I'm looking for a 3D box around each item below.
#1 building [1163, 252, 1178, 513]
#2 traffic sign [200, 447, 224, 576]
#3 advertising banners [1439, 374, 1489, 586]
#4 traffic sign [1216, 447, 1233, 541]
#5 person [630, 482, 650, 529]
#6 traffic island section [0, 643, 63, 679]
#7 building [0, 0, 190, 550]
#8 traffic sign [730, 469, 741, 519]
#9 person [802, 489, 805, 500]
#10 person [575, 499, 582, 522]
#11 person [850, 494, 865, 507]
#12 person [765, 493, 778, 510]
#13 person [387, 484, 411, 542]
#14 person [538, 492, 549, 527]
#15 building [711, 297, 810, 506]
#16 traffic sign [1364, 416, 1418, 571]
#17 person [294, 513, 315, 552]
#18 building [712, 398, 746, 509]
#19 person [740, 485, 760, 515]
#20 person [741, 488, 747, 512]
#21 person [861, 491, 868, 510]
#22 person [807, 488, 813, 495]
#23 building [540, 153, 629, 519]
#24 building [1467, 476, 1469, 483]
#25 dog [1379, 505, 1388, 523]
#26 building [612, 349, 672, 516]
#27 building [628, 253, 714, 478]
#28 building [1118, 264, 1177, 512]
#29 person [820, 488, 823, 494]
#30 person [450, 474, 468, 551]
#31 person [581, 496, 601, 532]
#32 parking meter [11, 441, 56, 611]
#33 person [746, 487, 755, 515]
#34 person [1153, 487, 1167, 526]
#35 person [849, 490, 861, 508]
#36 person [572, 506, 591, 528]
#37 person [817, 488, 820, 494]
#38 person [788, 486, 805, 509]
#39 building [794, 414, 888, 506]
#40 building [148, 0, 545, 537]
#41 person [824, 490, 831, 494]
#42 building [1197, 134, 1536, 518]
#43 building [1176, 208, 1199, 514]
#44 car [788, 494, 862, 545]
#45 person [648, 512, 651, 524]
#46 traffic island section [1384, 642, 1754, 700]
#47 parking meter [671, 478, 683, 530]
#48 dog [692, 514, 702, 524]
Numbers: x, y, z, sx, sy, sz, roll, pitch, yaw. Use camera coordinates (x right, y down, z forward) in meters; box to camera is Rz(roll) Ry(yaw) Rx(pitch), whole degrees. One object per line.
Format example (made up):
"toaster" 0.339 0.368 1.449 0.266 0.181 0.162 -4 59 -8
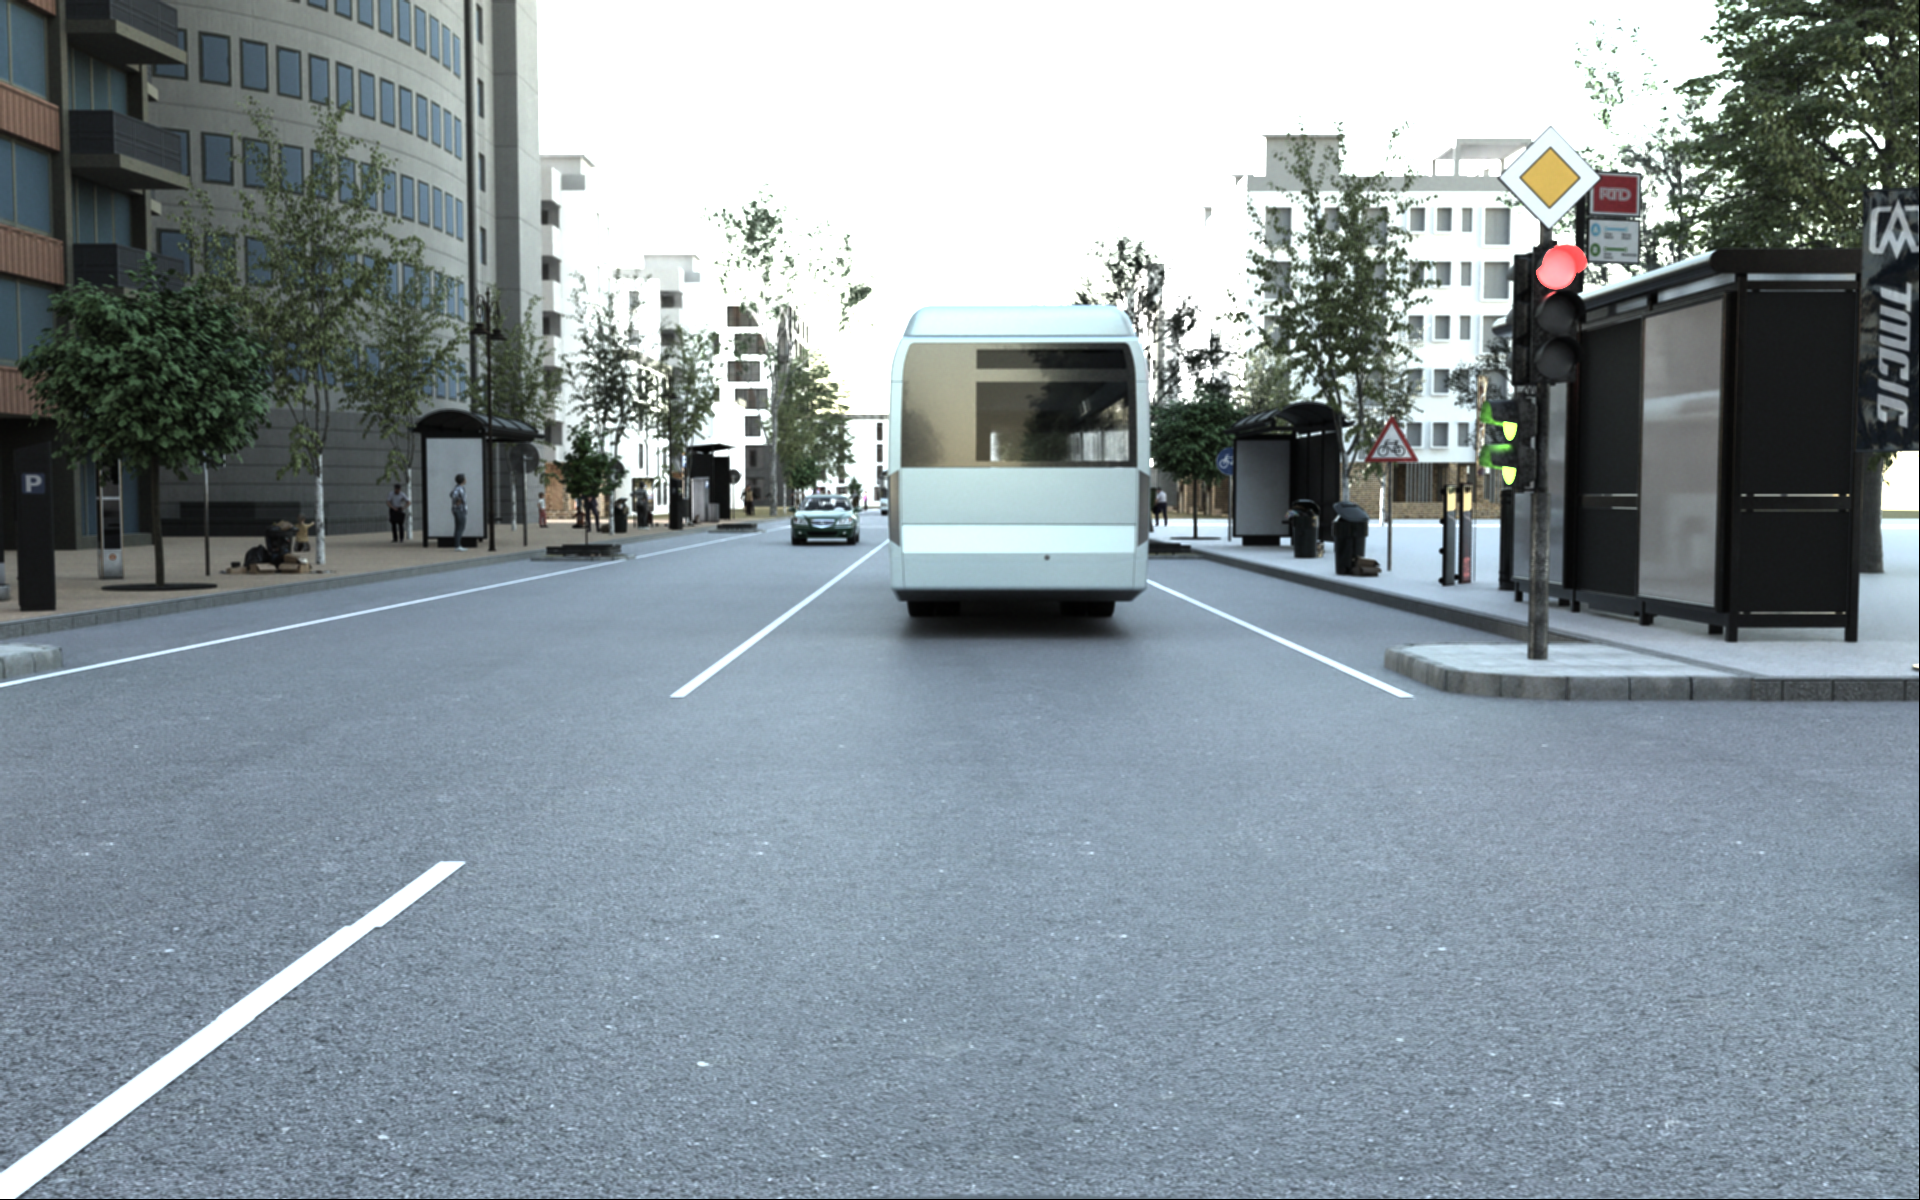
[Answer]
"building" 22.284 -16.095 119.574 16.016 20.091 11.380 0 4 0
"traffic sign" -11.836 -1.533 27.191 0.606 2.300 0.079 0 4 6
"advertising banners" 7.260 -1.754 24.862 0.090 3.025 2.074 2 4 33
"traffic sign" 7.331 -2.868 47.006 0.768 2.556 0.104 1 4 9
"person" -11.608 -3.446 63.103 0.841 1.734 0.376 3 4 37
"traffic island section" -8.424 0.541 13.428 2.009 0.180 2.903 0 4 0
"building" -29.828 -23.213 34.156 22.147 44.769 28.867 0 4 0
"traffic sign" -11.554 -5.395 88.316 0.768 2.556 0.104 0 4 3
"person" -12.431 -8.040 138.288 0.721 1.735 1.217 0 4 4
"person" -17.548 -4.274 79.825 0.435 1.345 0.340 0 4 4
"person" -8.979 -8.730 151.379 1.348 1.807 0.705 1 4 14
"person" -15.507 -8.373 142.956 1.348 1.821 0.705 2 4 29
"person" -14.961 -2.320 46.179 0.614 1.554 0.590 -1 4 -13
"person" -16.023 -3.465 66.602 0.340 1.345 0.435 0 4 1
"building" -33.828 -21.395 193.781 32.646 21.610 27.936 0 4 0
"traffic sign" 7.179 -1.767 28.891 0.884 2.594 0.081 0 4 3
"person" -14.669 -1.512 38.696 0.347 0.859 0.695 0 4 -7
"building" -33.285 -12.815 151.676 28.070 9.664 9.099 0 4 0
"person" -12.646 -5.975 103.837 1.348 1.812 0.705 -3 4 -36
"person" -15.163 -7.110 123.081 0.721 1.735 1.217 2 4 32
"person" -8.543 -8.944 155.412 0.721 1.739 1.217 -2 4 -31
"person" -13.504 -9.179 155.981 0.599 1.838 0.709 -3 5 -40
"building" -27.346 -14.553 94.367 16.016 20.091 11.380 0 4 0
"building" 54.588 -19.731 189.063 31.486 18.905 16.747 0 4 0
"dog" 19.132 -3.898 78.114 0.513 0.831 0.800 1 4 17
"building" -23.525 -10.535 114.392 9.099 9.664 28.070 0 4 0
"building" -27.231 -16.977 133.997 16.016 20.091 11.380 0 4 0
"building" 22.585 -16.798 141.099 16.747 18.905 31.486 0 4 0
"person" -12.282 -8.981 152.885 0.705 1.823 1.348 0 4 -8
"person" -11.323 -1.979 39.126 0.376 1.734 0.841 -1 4 -17
"person" -12.520 -3.196 58.740 0.683 1.767 0.568 0 4 -3
"parking meter" -10.194 -0.815 19.041 0.399 1.863 0.255 -2 4 -30
"person" -12.855 -6.075 105.817 0.683 1.767 0.568 0 4 7
"person" 8.024 -3.746 69.496 0.614 1.554 0.590 -3 5 -41
"person" -7.958 -7.408 130.344 1.217 1.736 0.721 1 4 21
"person" -14.324 -3.103 65.060 0.859 0.850 0.655 1 4 20
"person" -12.276 -8.676 147.769 0.599 1.838 0.709 3 4 36
"person" -11.495 -7.126 122.557 1.348 1.824 0.705 -2 4 -25
"building" -3.428 -14.865 185.188 28.070 9.664 9.099 0 4 0
"building" -29.138 -31.829 62.400 21.231 58.520 28.212 0 4 0
"person" -10.837 -8.224 141.974 0.593 1.643 0.415 0 4 -2
"building" 22.299 -14.706 96.856 16.016 20.091 11.380 0 4 0
"building" 22.479 -15.400 108.216 16.016 20.091 11.380 0 4 0
"car" -3.890 -2.363 50.439 2.131 1.459 4.920 0 4 -1
"person" -13.484 -4.111 74.710 0.566 1.644 0.517 3 5 40
"traffic island section" 4.517 0.538 13.483 2.009 0.180 2.903 0 4 0
"parking meter" -10.171 -3.457 62.240 0.399 1.863 0.255 3 4 36
"dog" -11.254 -3.455 74.225 0.550 0.427 0.748 0 4 4
